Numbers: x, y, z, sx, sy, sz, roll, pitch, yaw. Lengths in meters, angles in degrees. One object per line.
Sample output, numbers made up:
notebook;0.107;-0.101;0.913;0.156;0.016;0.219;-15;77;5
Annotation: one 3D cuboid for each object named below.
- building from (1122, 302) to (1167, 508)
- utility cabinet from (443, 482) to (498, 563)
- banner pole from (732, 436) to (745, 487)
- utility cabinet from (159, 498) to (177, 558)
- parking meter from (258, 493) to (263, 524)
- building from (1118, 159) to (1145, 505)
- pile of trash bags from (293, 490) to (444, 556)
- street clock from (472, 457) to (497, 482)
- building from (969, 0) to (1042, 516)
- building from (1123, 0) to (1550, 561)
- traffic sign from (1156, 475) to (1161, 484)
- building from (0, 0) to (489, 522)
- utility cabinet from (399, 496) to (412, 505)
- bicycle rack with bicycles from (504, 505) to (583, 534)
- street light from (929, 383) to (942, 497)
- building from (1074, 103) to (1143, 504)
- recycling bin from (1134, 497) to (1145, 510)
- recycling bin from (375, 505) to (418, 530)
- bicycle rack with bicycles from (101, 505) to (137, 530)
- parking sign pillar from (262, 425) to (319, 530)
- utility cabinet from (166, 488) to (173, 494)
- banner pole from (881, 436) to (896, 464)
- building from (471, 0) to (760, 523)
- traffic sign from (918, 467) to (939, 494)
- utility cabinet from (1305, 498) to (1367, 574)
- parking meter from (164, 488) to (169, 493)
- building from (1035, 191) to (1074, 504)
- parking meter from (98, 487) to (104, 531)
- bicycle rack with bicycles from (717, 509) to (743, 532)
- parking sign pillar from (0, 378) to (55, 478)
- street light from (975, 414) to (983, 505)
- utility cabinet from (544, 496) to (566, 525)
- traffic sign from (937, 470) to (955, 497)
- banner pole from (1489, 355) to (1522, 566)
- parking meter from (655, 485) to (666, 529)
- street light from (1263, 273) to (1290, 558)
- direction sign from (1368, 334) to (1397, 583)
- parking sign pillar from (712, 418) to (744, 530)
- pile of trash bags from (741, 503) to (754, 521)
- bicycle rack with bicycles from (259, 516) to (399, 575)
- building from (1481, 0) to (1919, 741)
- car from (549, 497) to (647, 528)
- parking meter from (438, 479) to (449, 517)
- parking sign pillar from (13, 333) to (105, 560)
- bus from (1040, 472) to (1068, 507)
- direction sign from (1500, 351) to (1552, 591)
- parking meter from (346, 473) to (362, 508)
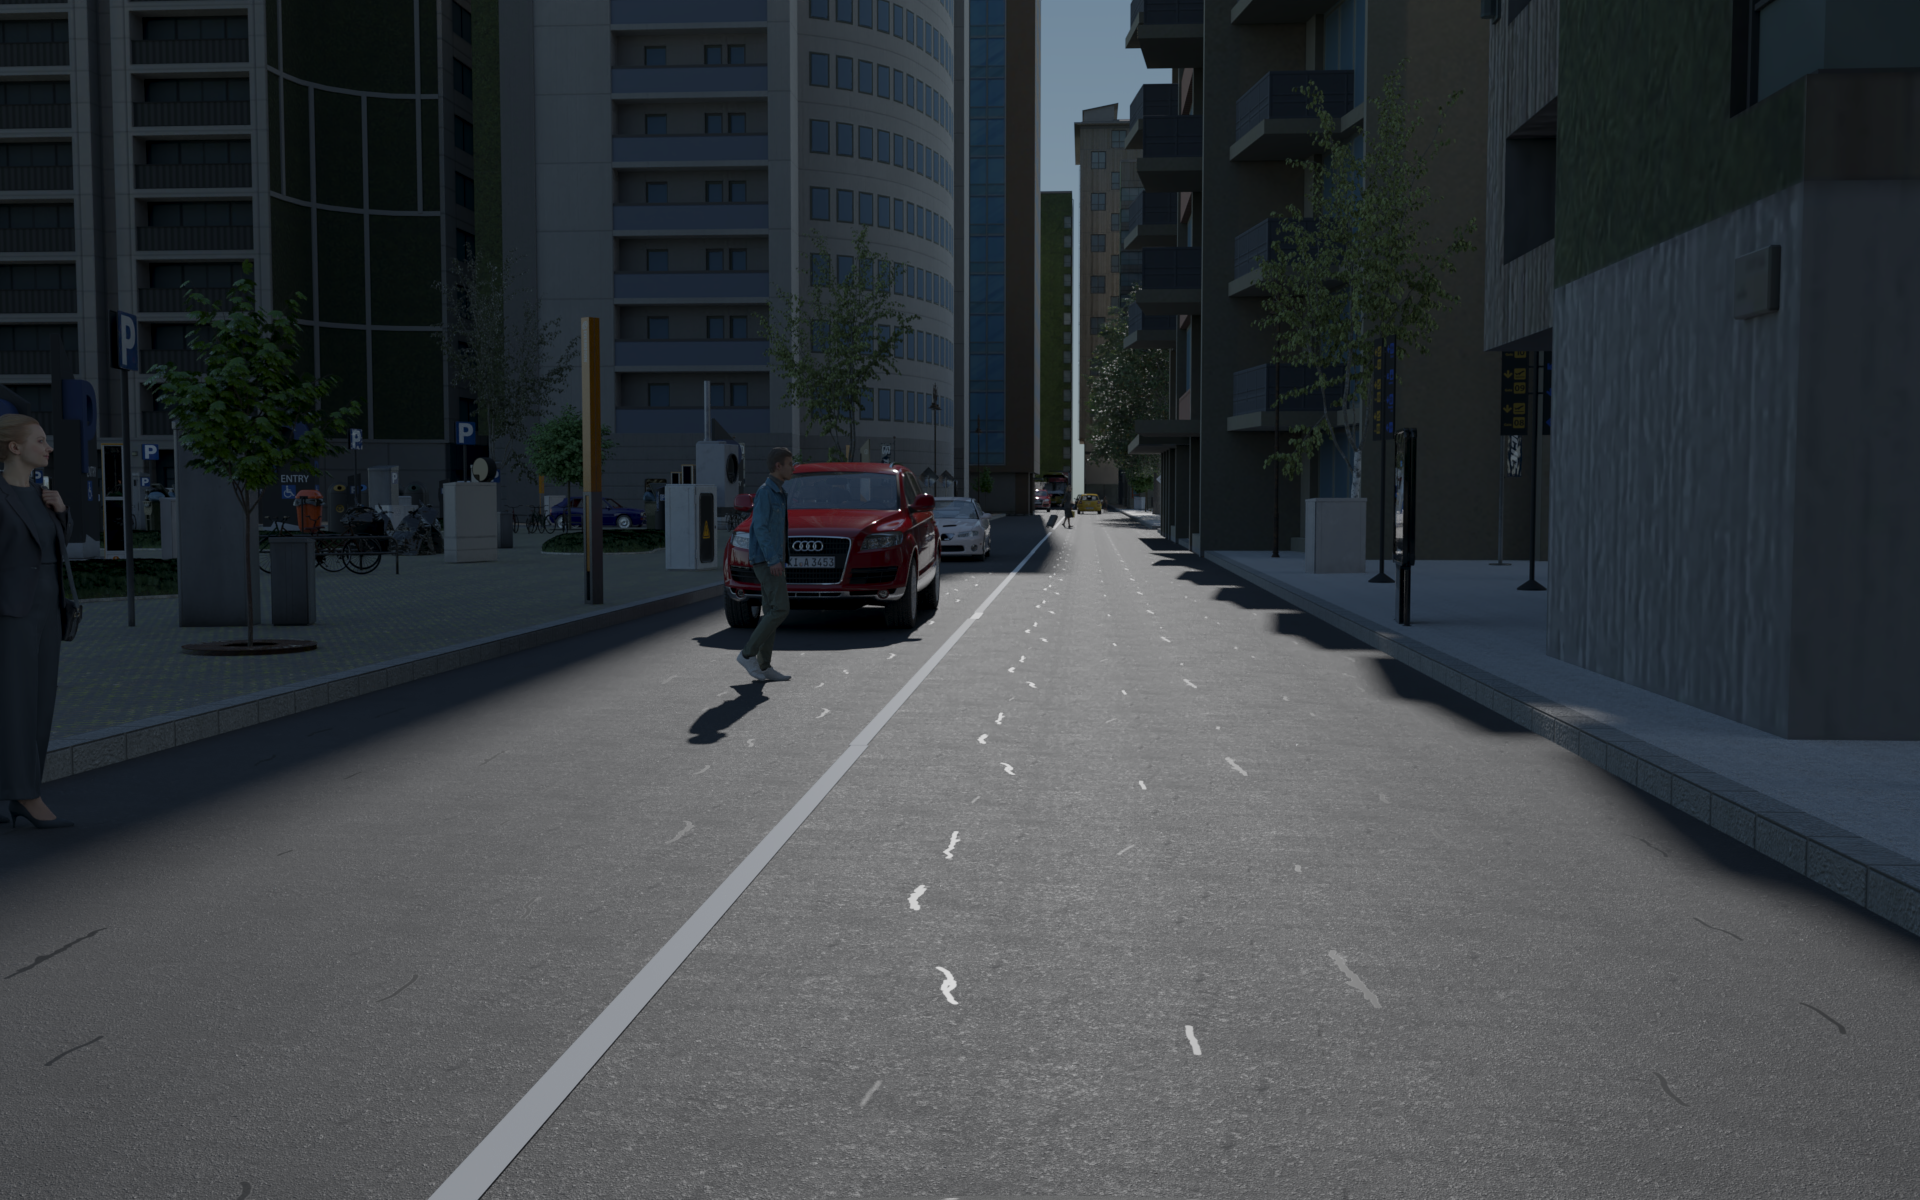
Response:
building;30.025;-19.762;168.144;27.650;21.520;28.899;0;4;4
utility cabinet;-9.188;-1.457;32.493;0.318;1.500;1.173;1;4;23
banner pole;-9.475;-5.136;73.988;0.863;3.779;0.401;3;4;36
utility cabinet;-13.780;-1.212;30.984;0.306;1.237;1.020;1;4;23
parking meter;-29.858;-4.174;73.957;0.255;1.863;0.399;3;5;44
building;26.649;-32.428;213.793;14.154;41.232;14.086;0;4;4
pile of trash bags;-12.690;-1.671;37.081;3.447;1.369;1.912;1;4;13
street clock;-9.422;-1.822;34.359;0.471;2.002;0.358;2;4;34
building;-1.564;-28.662;118.729;14.600;45.320;14.200;0;4;4
building;15.629;-23.903;45.441;22.147;44.769;28.867;0;4;4
traffic sign;8.435;-4.125;71.081;0.795;2.450;0.064;0;4;4
building;-34.419;-39.439;83.076;20.611;71.187;20.563;0;4;4
utility cabinet;-17.419;-2.578;53.316;1.020;1.237;0.306;-2;4;-24
bicycle rack with bicycles;-13.600;-2.657;56.830;2.852;0.926;2.925;-2;4;-28
street light;-1.029;-6.066;71.971;0.468;5.910;1.993;0;4;4
building;29.654;-39.882;241.305;27.495;52.752;28.713;0;4;4
recycling bin;14.879;-8.002;143.387;0.722;1.027;0.722;2;4;33
recycling bin;-12.836;-1.648;39.497;0.722;1.027;0.722;3;5;44
bicycle rack with bicycles;-28.895;-2.700;57.527;2.852;0.926;2.925;-3;4;-38
parking sign pillar;-16.885;-3.376;43.670;1.447;3.967;1.447;0;4;-4
utility cabinet;-29.619;-3.392;64.138;1.173;1.500;0.318;-1;4;-17
banner pole;-3.031;-5.177;74.661;0.863;3.779;0.401;1;4;22
building;-10.939;-33.503;89.773;21.231;58.520;28.212;0;4;4
traffic sign;-1.159;-3.678;63.785;0.795;2.450;0.064;0;4;4
utility cabinet;6.105;-1.040;28.165;1.020;1.237;0.306;-2;4;-25
parking meter;-27.271;-3.113;59.312;0.372;1.533;0.369;0;3;0
building;8.414;-33.797;236.171;14.086;41.232;14.154;0;4;4
parking meter;-21.742;-2.147;43.521;0.372;1.533;0.369;0;3;0
bicycle rack with bicycles;-7.159;-2.792;59.034;2.852;0.926;2.925;-2;4;-35
parking sign pillar;-19.238;-2.817;34.523;1.447;3.967;1.447;0;4;1
street light;1.074;-7.751;99.510;0.468;5.910;1.993;0;4;4
utility cabinet;-17.023;-3.770;72.793;0.306;1.237;1.020;2;4;28
traffic sign;-0.585;-4.166;71.749;0.795;2.450;0.064;0;4;4
banner pole;9.921;-2.523;31.270;0.863;3.779;0.401;-3;5;-40
parking meter;-8.192;-2.396;47.584;0.372;1.533;0.369;0;3;0
street light;6.393;-3.799;34.899;0.468;5.910;1.993;0;4;4
direction sign;6.119;-2.020;25.029;0.379;3.537;0.876;0;4;-5
parking sign pillar;-8.339;-4.512;62.241;1.447;3.967;1.447;2;4;31
pile of trash bags;-5.224;-2.593;52.156;1.912;1.369;3.447;-3;5;-40
bicycle rack with bicycles;-10.430;-0.884;27.831;2.925;0.926;2.852;-3;4;-36
building;11.815;-14.846;14.440;14.160;30.474;14.107;0;4;4
car;-14.431;-3.490;69.641;3.894;1.354;1.945;0;4;6
parking meter;-19.278;-3.609;64.717;0.399;1.863;0.255;-1;4;-11
parking sign pillar;-15.218;-2.529;29.814;1.447;3.967;1.447;-1;4;-15
bus;10.771;-12.468;195.402;2.896;3.916;12.252;0;4;5
direction sign;7.639;-1.898;23.035;0.876;3.537;0.379;1;4;17
parking meter;-16.854;-2.596;48.152;0.399;1.863;0.255;-1;4;-21
